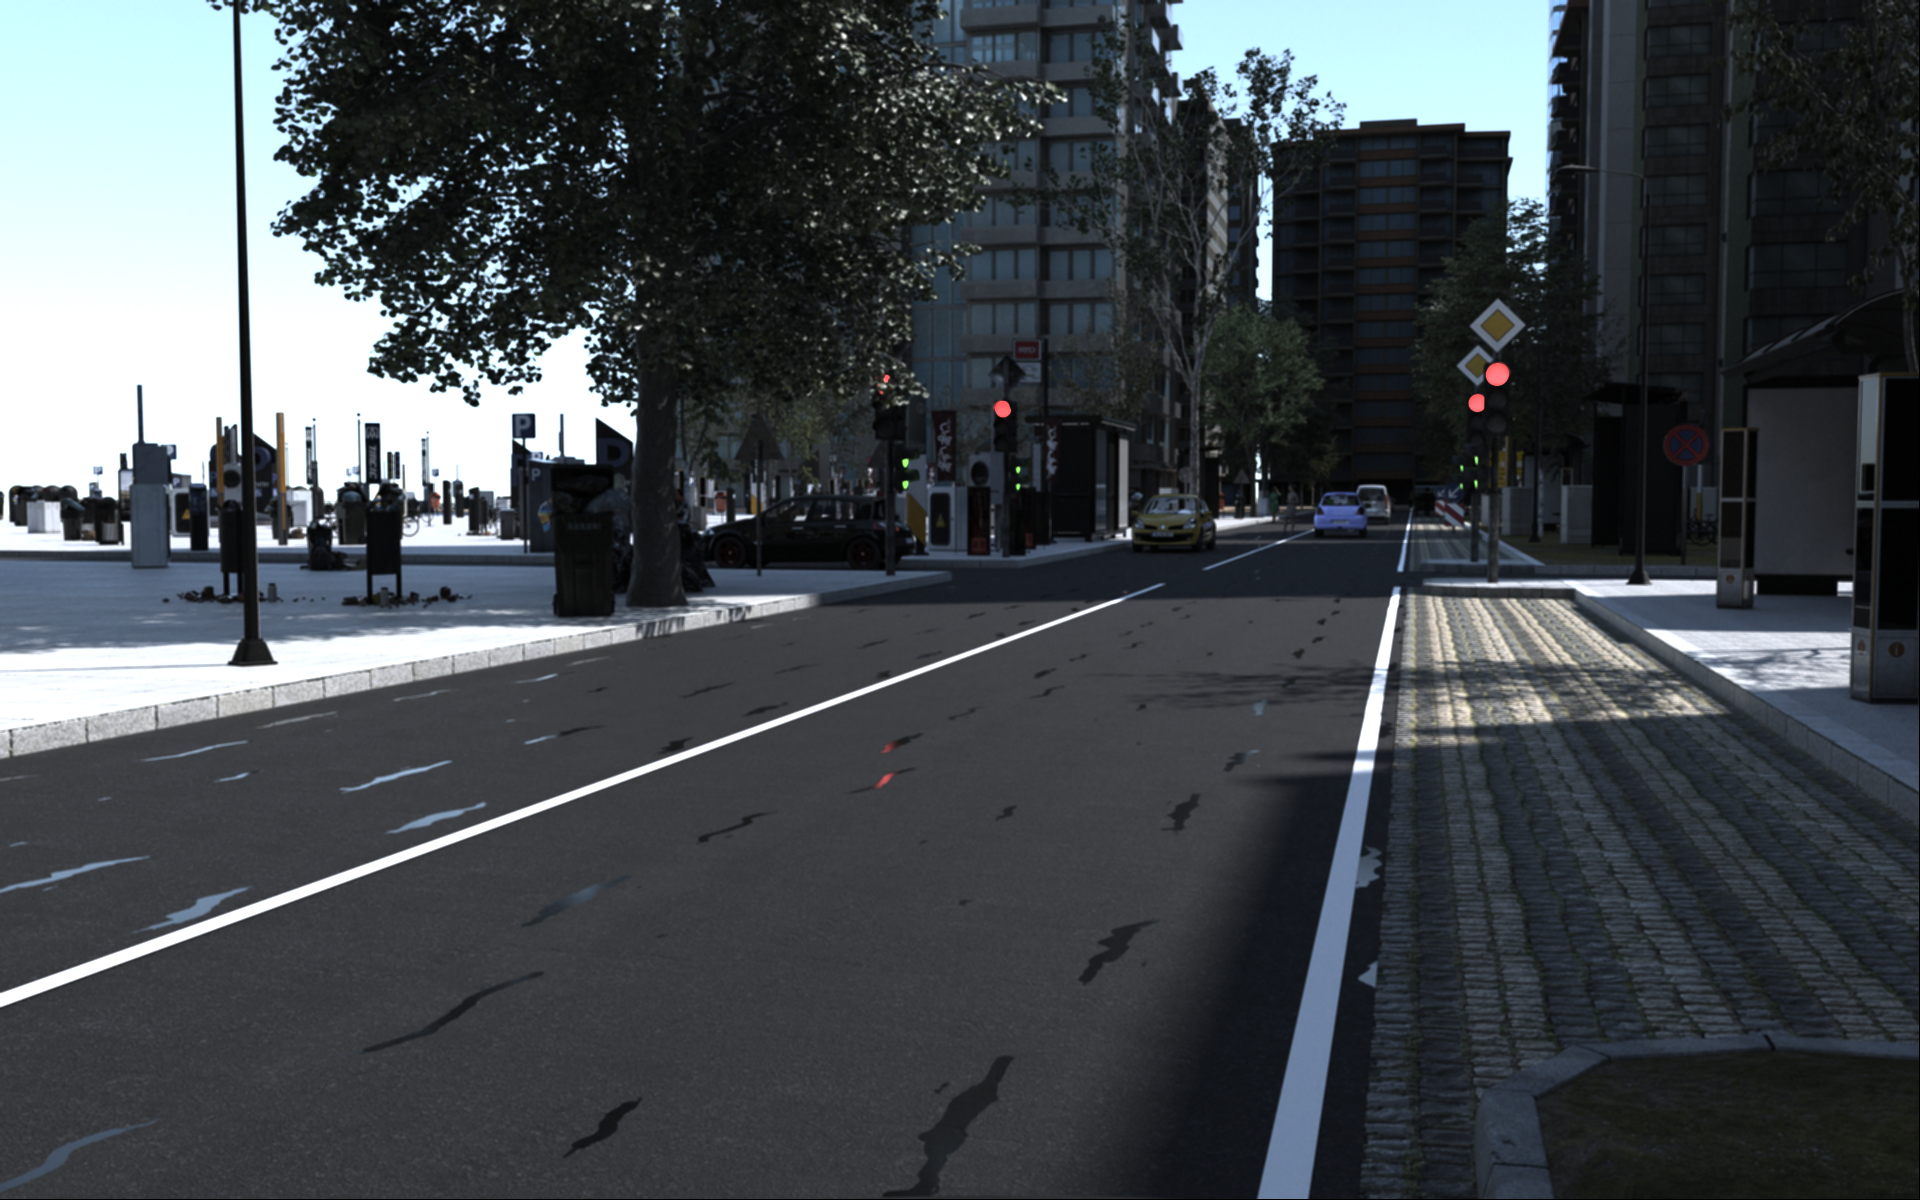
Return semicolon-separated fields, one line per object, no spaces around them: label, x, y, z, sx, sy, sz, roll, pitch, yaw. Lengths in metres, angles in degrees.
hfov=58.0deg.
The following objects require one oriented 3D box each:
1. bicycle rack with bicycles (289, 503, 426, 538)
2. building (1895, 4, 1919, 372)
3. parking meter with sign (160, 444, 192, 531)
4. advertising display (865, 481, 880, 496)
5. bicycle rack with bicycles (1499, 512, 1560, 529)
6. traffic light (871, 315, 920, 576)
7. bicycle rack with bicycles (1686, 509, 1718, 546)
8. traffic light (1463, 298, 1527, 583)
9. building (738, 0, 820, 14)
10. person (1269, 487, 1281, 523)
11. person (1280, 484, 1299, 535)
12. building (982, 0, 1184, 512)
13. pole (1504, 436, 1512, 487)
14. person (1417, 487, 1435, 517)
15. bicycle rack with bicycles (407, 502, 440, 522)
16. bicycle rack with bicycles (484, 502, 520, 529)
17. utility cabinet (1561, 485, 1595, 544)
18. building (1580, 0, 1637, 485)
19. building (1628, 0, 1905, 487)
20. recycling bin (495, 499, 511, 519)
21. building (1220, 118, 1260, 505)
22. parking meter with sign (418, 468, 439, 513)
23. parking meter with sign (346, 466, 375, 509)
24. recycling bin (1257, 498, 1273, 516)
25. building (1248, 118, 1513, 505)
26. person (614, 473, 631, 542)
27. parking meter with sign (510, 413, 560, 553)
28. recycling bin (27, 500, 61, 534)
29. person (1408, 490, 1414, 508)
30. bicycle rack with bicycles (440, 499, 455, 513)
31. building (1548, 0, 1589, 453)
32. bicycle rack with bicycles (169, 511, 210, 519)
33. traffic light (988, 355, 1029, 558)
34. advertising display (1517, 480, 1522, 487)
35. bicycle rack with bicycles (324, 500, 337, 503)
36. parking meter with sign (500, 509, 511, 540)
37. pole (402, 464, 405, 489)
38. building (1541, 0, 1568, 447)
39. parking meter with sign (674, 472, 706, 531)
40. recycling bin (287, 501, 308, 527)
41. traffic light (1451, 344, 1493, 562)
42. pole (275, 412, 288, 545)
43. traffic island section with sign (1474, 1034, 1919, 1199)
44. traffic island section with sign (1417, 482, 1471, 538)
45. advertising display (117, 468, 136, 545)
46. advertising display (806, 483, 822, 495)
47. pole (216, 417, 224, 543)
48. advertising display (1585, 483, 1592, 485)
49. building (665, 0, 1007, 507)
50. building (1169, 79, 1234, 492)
bicycle rack with bicycles;-17.876;-2.319;51.303;2.925;0.926;2.852;0;4;5
building;38.021;-36.980;42.868;20.611;71.187;20.563;1;4;15
parking meter with sign;-27.534;-3.980;61.342;0.543;3.016;1.738;0;4;6
advertising display;-4.413;-4.927;85.771;0.974;1.923;0.123;-2;4;-23
bicycle rack with bicycles;20.975;-3.066;63.505;2.925;0.926;2.852;-1;4;-13
traffic light;-1.081;-2.342;27.219;0.839;4.253;0.868;1;4;15
bicycle rack with bicycles;18.072;-1.862;43.819;2.925;0.926;2.852;1;4;17
traffic light;7.688;-2.203;24.942;0.839;4.253;0.868;1;4;15
building;-16.099;-47.874;220.996;20.611;71.187;20.563;1;4;15
person;15.329;-4.633;84.499;0.600;1.795;0.529;1;4;23
person;11.450;-3.138;60.147;0.374;1.781;0.599;-2;4;-34
building;4.154;-31.025;126.867;23.786;49.044;30.456;1;4;15
pole;19.278;-4.105;60.965;0.158;3.312;0.155;0;3;0
person;29.406;-6.175;109.089;1.348;1.869;0.705;-1;4;-18
bicycle rack with bicycles;-25.207;-3.946;77.903;2.925;0.926;2.852;-1;4;-23
bicycle rack with bicycles;-16.656;-3.117;64.350;2.852;0.926;2.925;-1;4;-12
utility cabinet;15.870;-2.157;43.954;1.173;1.500;0.318;-1;4;-12
building;55.830;-35.559;123.381;21.231;58.520;28.212;1;4;15
building;43.705;-19.719;94.101;14.160;30.474;14.107;1;4;15
recycling bin;-23.605;-4.721;89.746;0.722;1.027;0.722;1;4;14
building;28.020;-34.077;207.262;14.200;45.320;14.600;1;4;15
parking meter with sign;-35.954;-7.392;117.118;0.543;3.016;1.738;1;4;18
parking meter with sign;-39.979;-7.299;115.602;1.738;3.016;0.543;0;4;7
recycling bin;18.327;-5.596;104.053;0.722;1.027;0.722;3;5;43
building;49.859;-33.704;205.676;28.867;44.769;22.147;1;4;15
person;-6.118;-1.363;30.974;0.537;1.800;0.526;1;4;20
parking meter with sign;-9.135;-2.564;38.190;0.543;3.016;1.738;1;4;19
recycling bin;-29.971;-2.698;56.668;0.722;1.027;0.722;1;4;17
person;46.448;-10.376;178.244;0.705;1.812;1.348;3;5;41
bicycle rack with bicycles;-35.703;-6.523;120.035;2.925;0.926;2.852;-2;4;-27
building;63.402;-30.382;151.373;22.147;44.769;28.867;1;4;15
bicycle rack with bicycles;-29.963;-3.382;68.673;2.852;0.926;2.925;0;4;2
traffic light;0.946;-2.815;34.943;0.839;4.253;0.868;1;4;15
advertising display;25.318;-4.428;77.611;0.974;1.923;0.123;-2;4;-24
bicycle rack with bicycles;-39.275;-5.782;107.923;2.852;0.926;2.925;2;4;27
parking meter with sign;-12.000;-3.198;48.548;1.738;3.016;0.543;0;4;-6
pole;-37.401;-7.502;116.501;0.158;3.312;0.155;0;3;0
building;78.828;-54.054;196.448;31.000;86.520;22.319;1;4;15
parking meter with sign;-9.582;-3.894;59.922;1.738;3.016;0.543;2;4;27
recycling bin;-25.817;-3.353;67.382;0.722;1.027;0.722;-2;4;-29
traffic light;9.715;-2.676;32.667;0.839;4.253;0.868;1;4;15
pole;-16.928;-3.019;43.209;0.158;3.312;0.155;0;3;0
traffic island section with sign;1.963;0.343;3.019;1.989;1.847;2.006;1;4;15
traffic island section with sign;16.013;-2.932;56.564;1.989;1.847;2.006;1;4;15
advertising display;-20.653;-2.349;43.618;0.974;1.923;0.123;-3;4;-36
advertising display;-8.478;-5.835;100.618;0.974;1.923;0.123;-2;4;-33
pole;-19.511;-3.171;45.691;0.158;3.312;0.155;0;3;0
advertising display;36.604;-5.797;99.997;0.974;1.923;0.123;2;4;32
building;-13.131;-33.834;172.793;30.456;49.044;23.786;1;4;15
building;12.747;-28.793;162.644;23.993;40.220;32.217;1;4;15
